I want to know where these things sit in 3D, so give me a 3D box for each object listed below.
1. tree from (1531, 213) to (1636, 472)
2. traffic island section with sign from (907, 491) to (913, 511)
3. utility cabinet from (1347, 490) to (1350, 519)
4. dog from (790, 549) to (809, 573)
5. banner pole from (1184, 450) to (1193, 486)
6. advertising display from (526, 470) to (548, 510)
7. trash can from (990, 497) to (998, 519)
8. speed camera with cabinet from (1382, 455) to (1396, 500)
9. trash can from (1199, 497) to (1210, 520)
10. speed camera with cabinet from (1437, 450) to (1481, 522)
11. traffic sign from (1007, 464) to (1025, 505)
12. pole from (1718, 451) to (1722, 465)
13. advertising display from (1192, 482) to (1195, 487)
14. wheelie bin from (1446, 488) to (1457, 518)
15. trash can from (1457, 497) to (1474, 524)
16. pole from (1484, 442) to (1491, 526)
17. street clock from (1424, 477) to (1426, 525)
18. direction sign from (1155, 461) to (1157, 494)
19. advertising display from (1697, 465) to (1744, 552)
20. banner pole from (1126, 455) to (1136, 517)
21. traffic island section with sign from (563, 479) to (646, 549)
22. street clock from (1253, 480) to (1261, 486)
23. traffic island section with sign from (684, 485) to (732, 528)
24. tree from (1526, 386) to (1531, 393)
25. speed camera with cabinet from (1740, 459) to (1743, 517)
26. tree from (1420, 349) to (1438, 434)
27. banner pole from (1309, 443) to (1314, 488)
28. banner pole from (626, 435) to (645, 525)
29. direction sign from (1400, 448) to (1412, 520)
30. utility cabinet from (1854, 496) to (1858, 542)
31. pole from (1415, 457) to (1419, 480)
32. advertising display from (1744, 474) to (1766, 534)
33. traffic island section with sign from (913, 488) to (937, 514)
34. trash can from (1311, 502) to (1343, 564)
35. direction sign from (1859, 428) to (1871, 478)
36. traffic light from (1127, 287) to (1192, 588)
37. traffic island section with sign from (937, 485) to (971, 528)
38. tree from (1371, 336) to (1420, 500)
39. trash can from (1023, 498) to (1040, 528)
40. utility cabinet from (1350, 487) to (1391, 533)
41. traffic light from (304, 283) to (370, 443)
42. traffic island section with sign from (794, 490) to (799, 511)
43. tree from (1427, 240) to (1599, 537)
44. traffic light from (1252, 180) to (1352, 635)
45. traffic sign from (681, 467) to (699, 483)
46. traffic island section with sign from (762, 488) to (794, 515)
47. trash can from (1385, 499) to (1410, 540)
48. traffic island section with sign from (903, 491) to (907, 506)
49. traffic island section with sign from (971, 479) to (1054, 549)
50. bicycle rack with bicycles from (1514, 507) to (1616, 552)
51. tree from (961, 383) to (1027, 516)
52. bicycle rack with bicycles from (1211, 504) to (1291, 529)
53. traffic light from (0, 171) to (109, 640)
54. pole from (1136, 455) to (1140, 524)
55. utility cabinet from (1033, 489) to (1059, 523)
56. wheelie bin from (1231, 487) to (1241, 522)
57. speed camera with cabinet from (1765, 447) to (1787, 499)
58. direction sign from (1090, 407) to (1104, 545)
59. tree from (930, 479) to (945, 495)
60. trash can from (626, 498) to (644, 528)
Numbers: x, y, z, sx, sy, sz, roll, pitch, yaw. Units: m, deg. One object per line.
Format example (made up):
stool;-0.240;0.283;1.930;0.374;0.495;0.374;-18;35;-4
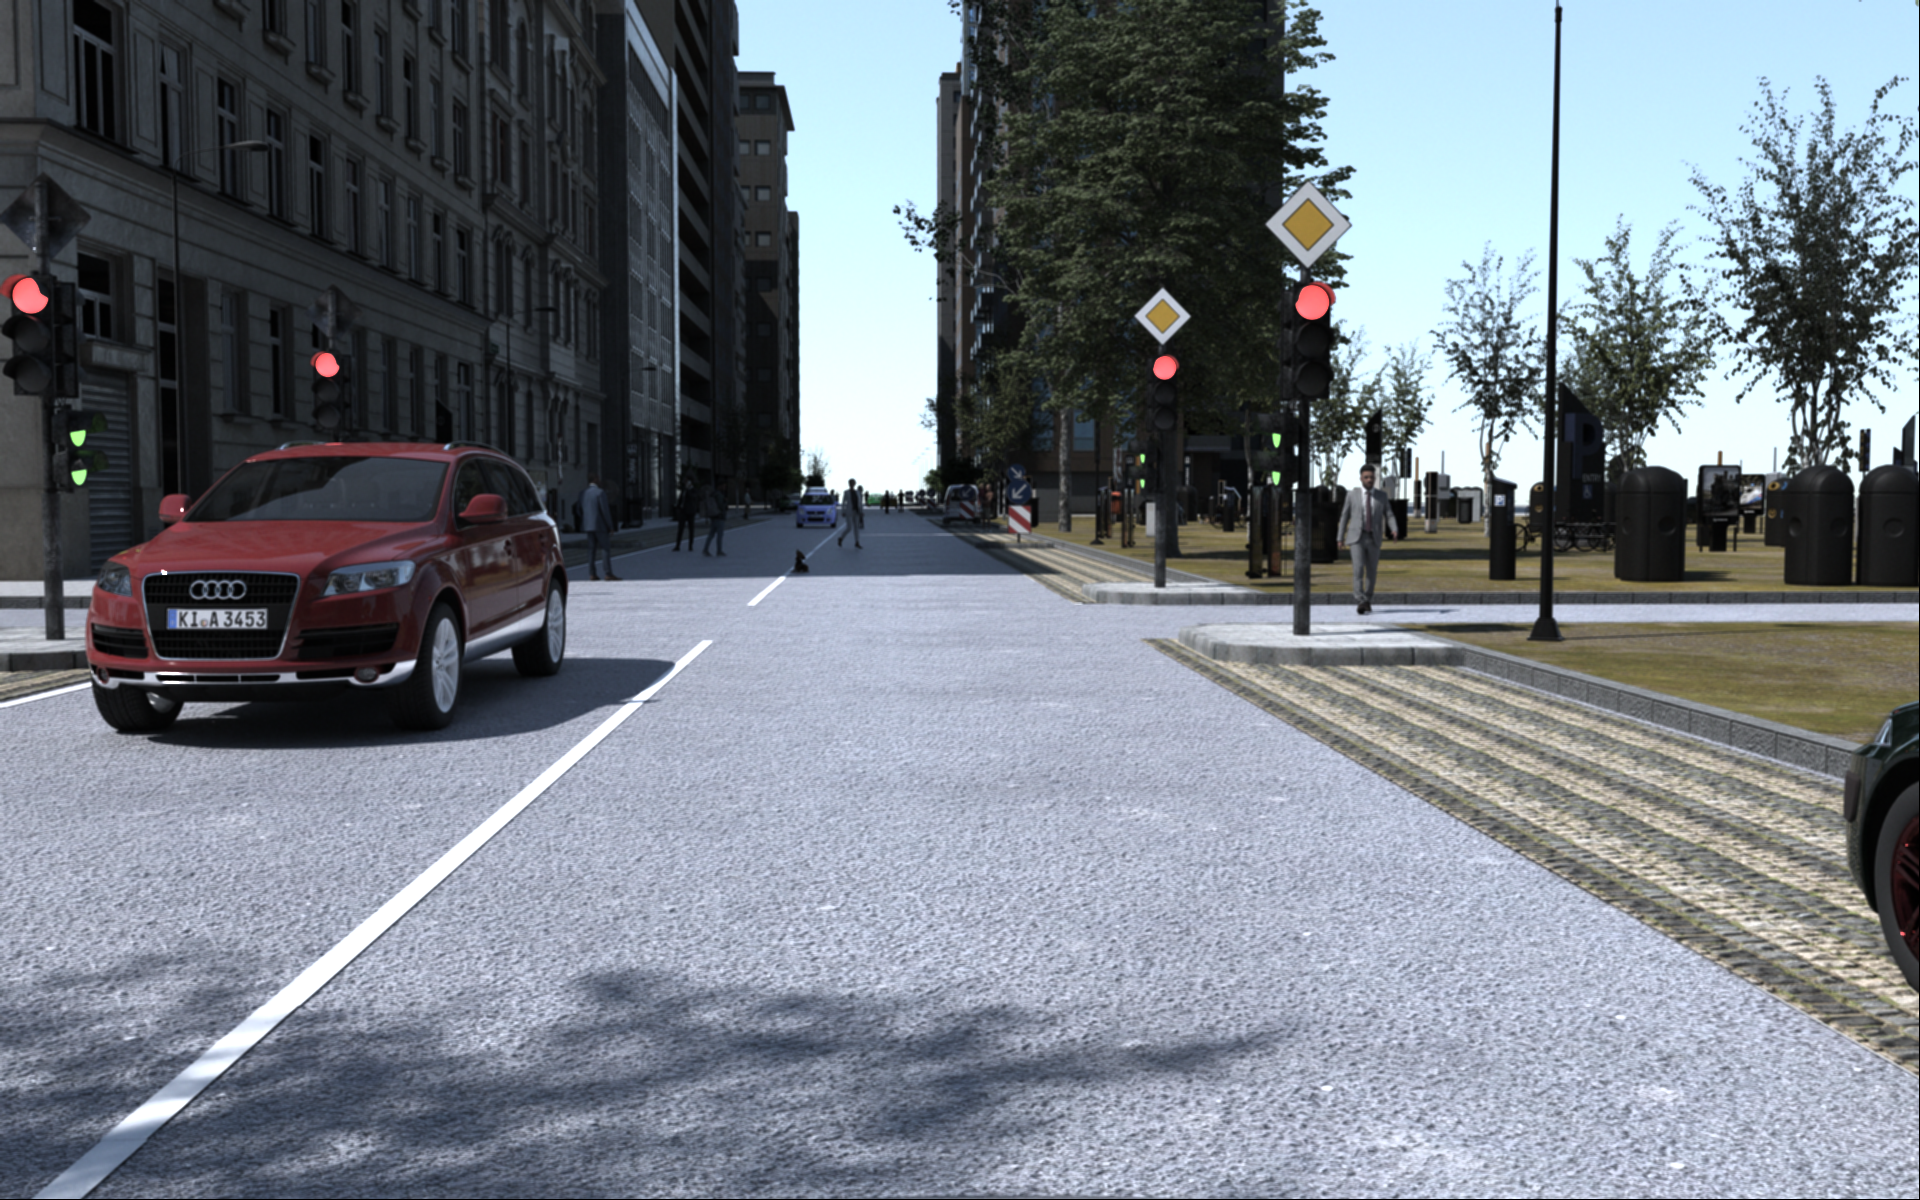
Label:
tree;18.086;-5.858;46.137;4.737;8.622;4.395;0;3;0
traffic island section with sign;-3.406;-8.685;150.621;1.989;1.847;2.006;0;4;-3
utility cabinet;19.481;-4.878;88.426;1.173;1.500;0.318;-2;4;-35
dog;-3.001;-0.709;31.781;0.550;0.427;0.748;2;4;26
banner pole;12.925;-6.585;97.685;0.401;3.779;0.863;-2;4;-34
advertising display;-11.375;-2.526;46.513;0.123;1.923;0.974;1;4;18
trash can;1.638;-4.758;89.441;0.748;1.137;0.748;0;3;0
speed camera with cabinet;21.933;-5.800;89.170;0.660;3.252;2.038;0;4;1
trash can;12.203;-4.540;85.884;0.748;1.137;0.748;0;3;0
speed camera with cabinet;22.559;-5.153;78.580;2.038;3.252;0.660;0;4;6
traffic sign;2.355;-4.429;72.512;0.768;2.556;0.104;0;4;1
pole;35.890;-5.384;81.866;0.158;3.312;0.155;0;3;0
advertising display;12.692;-5.452;94.349;0.123;1.923;0.974;0;4;5
wheelie bin;26.683;-5.265;93.994;0.693;1.594;0.980;0;4;4
trash can;21.890;-3.877;75.035;0.748;1.137;0.748;0;3;0
pole;20.865;-4.565;68.480;0.158;3.312;0.155;0;3;0
street clock;19.498;-4.137;72.206;0.358;2.002;0.471;0;4;-1
direction sign;10.442;-6.115;91.980;0.379;3.537;0.876;0;4;-2
advertising display;16.846;-2.033;38.446;0.974;1.923;0.123;-1;4;-12
banner pole;9.732;-6.586;97.697;0.863;3.779;0.401;0;4;-5
traffic island section with sign;-9.427;-2.294;46.134;1.989;1.847;2.006;0;4;-3
street clock;15.442;-5.258;90.542;0.471;2.002;0.358;3;5;41
traffic island section with sign;-10.654;-3.941;73.062;1.989;1.847;2.006;0;4;-3
tree;25.922;-7.443;72.062;4.737;8.622;4.395;0;3;0
speed camera with cabinet;44.417;-6.356;98.248;0.660;3.252;2.038;2;4;28
tree;20.561;-8.022;81.519;4.737;8.622;4.395;0;3;0
banner pole;16.992;-5.768;84.321;0.401;3.779;0.863;-3;4;-37
banner pole;-13.641;-5.072;72.944;0.863;3.779;0.401;-1;4;-20
direction sign;21.774;-5.667;84.658;0.876;3.537;0.379;-3;4;-38
utility cabinet;24.299;-2.124;45.895;1.020;1.237;0.306;2;4;35
pole;25.112;-6.199;95.203;0.158;3.312;0.155;0;3;0
advertising display;25.604;-3.113;56.109;0.123;1.923;0.974;-2;4;-30
traffic island section with sign;-2.164;-7.032;123.596;1.989;1.847;2.006;0;4;-3
trash can;6.677;-1.243;31.984;0.748;1.137;0.748;0;3;0
direction sign;31.442;-4.174;60.246;0.379;3.537;0.876;0;4;7
traffic light;2.726;-2.124;23.643;0.839;4.253;0.868;0;4;-3
traffic island section with sign;0.149;-3.959;73.361;1.989;1.847;2.006;0;4;-3
tree;16.195;-7.546;73.736;4.737;8.622;4.395;0;3;0
trash can;2.712;-3.360;66.586;0.748;1.137;0.748;0;3;0
utility cabinet;13.473;-2.937;56.694;1.173;1.500;0.318;0;4;4
traffic light;-8.322;-2.092;23.121;0.839;4.253;0.868;0;4;-3
traffic island section with sign;-14.165;-8.595;149.161;1.989;1.847;2.006;0;4;-3
tree;15.891;-6.166;51.170;4.360;8.622;3.978;0;3;0
traffic light;3.094;-1.636;15.667;0.839;4.253;0.868;0;4;-3
traffic sign;-12.950;-5.083;83.105;0.884;2.594;0.081;0;4;-1
traffic island section with sign;-12.900;-6.912;121.639;1.989;1.847;2.006;0;4;-3
trash can;12.349;-2.286;49.025;0.748;1.137;0.748;0;3;0
traffic island section with sign;-5.954;-12.081;206.154;1.989;1.847;2.006;0;4;-3
traffic island section with sign;1.410;-2.290;46.076;1.989;1.847;2.006;0;4;-3
bicycle rack with bicycles;14.043;-1.574;39.113;2.925;0.926;2.852;3;4;36
tree;2.056;-9.325;102.829;4.360;8.622;3.978;0;3;0
bicycle rack with bicycles;11.001;-3.171;65.230;2.925;0.926;2.852;1;4;12
traffic light;-7.955;-1.604;15.144;0.839;4.253;0.868;0;4;-3
pole;7.619;-4.904;74.028;0.158;3.312;0.155;0;3;0
utility cabinet;3.786;-4.153;76.574;1.173;1.500;0.318;-2;4;-26
wheelie bin;12.590;-4.407;79.967;0.693;1.594;0.980;1;4;18
speed camera with cabinet;34.737;-4.764;72.220;2.038;3.252;0.660;3;5;45
direction sign;3.485;-3.178;43.955;0.379;3.537;0.876;1;4;11
tree;-2.092;-11.681;185.585;1.663;3.219;1.824;0;3;0
trash can;-12.341;-3.302;65.641;0.748;1.137;0.748;0;3;0
